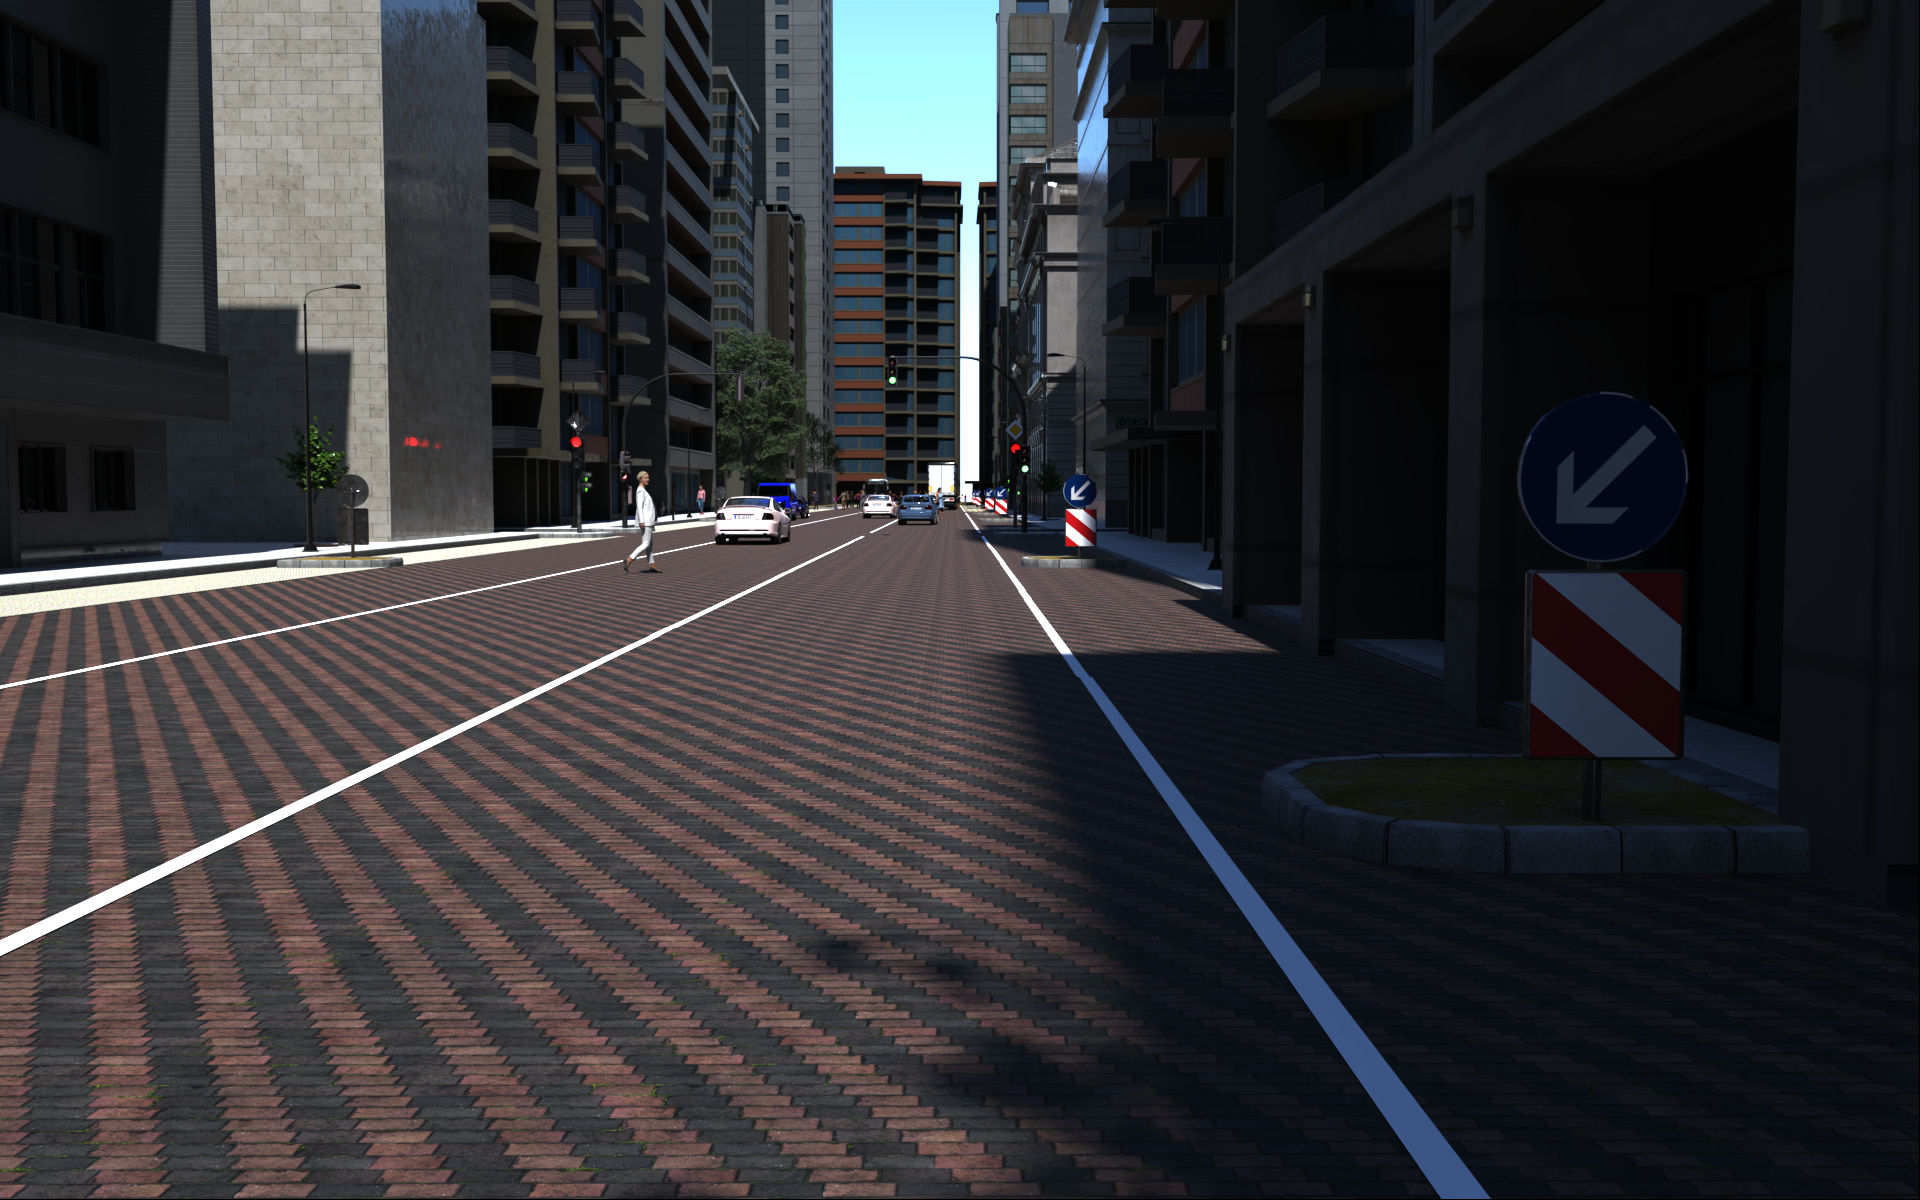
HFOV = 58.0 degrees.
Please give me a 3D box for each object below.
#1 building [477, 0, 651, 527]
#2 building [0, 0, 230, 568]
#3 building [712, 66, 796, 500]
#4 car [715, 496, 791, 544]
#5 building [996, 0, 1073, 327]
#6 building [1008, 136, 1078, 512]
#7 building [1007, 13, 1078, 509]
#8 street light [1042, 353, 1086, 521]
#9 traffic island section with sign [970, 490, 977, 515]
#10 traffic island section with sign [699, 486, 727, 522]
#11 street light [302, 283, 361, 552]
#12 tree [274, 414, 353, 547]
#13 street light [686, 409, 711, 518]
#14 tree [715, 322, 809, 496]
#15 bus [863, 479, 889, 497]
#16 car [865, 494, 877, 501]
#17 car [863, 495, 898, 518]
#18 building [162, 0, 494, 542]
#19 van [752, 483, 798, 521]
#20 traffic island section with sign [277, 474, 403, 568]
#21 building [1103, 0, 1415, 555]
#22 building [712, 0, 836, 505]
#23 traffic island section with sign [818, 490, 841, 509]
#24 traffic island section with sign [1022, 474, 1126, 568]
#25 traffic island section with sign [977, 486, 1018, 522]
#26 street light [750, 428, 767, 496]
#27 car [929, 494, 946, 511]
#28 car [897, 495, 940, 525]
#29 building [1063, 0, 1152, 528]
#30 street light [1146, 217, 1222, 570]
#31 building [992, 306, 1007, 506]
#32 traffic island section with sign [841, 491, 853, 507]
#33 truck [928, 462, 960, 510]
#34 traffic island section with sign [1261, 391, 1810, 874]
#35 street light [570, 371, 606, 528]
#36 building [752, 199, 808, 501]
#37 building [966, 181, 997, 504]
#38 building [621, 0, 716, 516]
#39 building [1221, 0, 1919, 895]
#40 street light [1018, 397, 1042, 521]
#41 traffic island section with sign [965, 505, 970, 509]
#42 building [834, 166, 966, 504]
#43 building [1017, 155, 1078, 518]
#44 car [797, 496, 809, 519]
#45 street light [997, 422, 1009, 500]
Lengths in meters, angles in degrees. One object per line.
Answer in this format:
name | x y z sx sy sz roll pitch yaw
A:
building | -26.434 -25.889 77.902 22.147 44.769 28.867 0 4 0
building | -22.151 -12.351 21.008 14.314 24.678 30.058 0 4 0
building | -31.118 -28.126 151.745 32.217 40.220 23.993 0 4 0
car | -6.047 -2.346 50.720 2.083 1.381 4.827 0 3 0
building | 14.736 -40.337 201.501 21.231 58.520 28.212 0 4 0
building | 10.836 -20.867 128.564 14.401 28.519 23.554 0 4 0
building | 11.089 -28.616 151.463 14.154 41.232 14.086 0 4 0
street light | 3.571 -5.177 57.188 1.470 5.913 1.316 0 4 0
traffic island section with sign | 1.872 -6.667 117.640 1.989 1.847 2.006 0 4 0
traffic island section with sign | -12.430 -4.977 89.996 1.989 1.847 2.006 0 4 0
street light | -13.906 -4.024 38.341 1.470 5.913 1.316 0 4 0
tree | -15.642 -2.904 42.081 1.663 3.219 1.824 0 3 0
street light | -14.225 -7.449 94.327 1.470 5.913 1.316 0 4 0
tree | -15.915 -13.649 129.819 9.857 13.997 8.962 0 3 0
bus | -9.901 -12.952 206.623 2.948 3.499 13.247 0 4 -1
car | -9.566 -10.895 190.135 2.014 1.417 4.499 0 4 -1
car | -4.743 -5.547 103.053 2.083 1.381 4.827 0 4 1
building | -23.666 -11.999 50.930 16.860 20.320 10.420 0 4 0
van | -9.861 -5.417 92.946 2.240 2.365 5.245 0 4 0
traffic island section with sign | -12.161 -1.567 34.245 1.989 1.847 2.006 0 4 0
building | 15.072 -23.686 41.892 22.147 44.769 28.867 0 4 0
building | -25.770 -46.876 204.668 20.611 71.187 20.563 0 4 0
traffic island section with sign | -12.774 -9.686 166.990 1.989 1.847 2.006 0 4 0
traffic island section with sign | 2.247 -1.594 34.686 1.989 1.847 2.006 0 4 0
traffic island section with sign | 2.003 -4.970 89.892 1.989 1.847 2.006 0 4 0
street light | -14.278 -9.160 122.311 1.470 5.913 1.316 0 4 0
car | -2.209 -8.056 143.725 2.014 1.417 4.499 0 4 1
car | -1.966 -4.240 81.327 2.014 1.417 4.499 0 4 2
building | 26.923 -18.138 72.973 44.131 29.872 17.030 0 4 0
street light | 3.819 -3.466 29.205 1.470 5.913 1.316 0 4 0
building | 17.437 -20.129 174.140 27.650 21.520 28.899 0 4 0
traffic island section with sign | -12.892 -11.334 193.945 1.989 1.847 2.006 0 4 0
truck | -1.511 -10.382 158.662 2.839 4.237 11.283 0 4 1
traffic island section with sign | 2.379 0.070 7.484 1.989 1.847 2.006 0 4 0
street light | -14.033 -5.680 65.409 1.470 5.913 1.316 0 4 0
building | -22.783 -24.454 171.530 14.160 30.474 14.107 0 4 0
building | 15.091 -35.471 234.570 28.867 44.769 22.147 0 4 0
building | -27.916 -29.801 110.952 21.300 48.544 21.600 0 4 0
building | 13.395 -34.871 8.400 20.563 71.187 20.611 0 4 0
street light | 3.513 -6.751 82.914 1.470 5.913 1.316 0 4 0
traffic island section with sign | 1.647 -9.689 167.047 1.989 1.847 2.006 0 4 0
building | -14.034 -35.448 234.195 28.867 44.769 22.147 0 4 0
building | 10.514 -16.098 105.005 13.314 21.916 24.055 0 4 0
car | -9.871 -5.474 102.081 1.945 1.354 3.894 0 4 0
street light | 3.320 -8.491 111.363 1.470 5.913 1.316 0 4 0
